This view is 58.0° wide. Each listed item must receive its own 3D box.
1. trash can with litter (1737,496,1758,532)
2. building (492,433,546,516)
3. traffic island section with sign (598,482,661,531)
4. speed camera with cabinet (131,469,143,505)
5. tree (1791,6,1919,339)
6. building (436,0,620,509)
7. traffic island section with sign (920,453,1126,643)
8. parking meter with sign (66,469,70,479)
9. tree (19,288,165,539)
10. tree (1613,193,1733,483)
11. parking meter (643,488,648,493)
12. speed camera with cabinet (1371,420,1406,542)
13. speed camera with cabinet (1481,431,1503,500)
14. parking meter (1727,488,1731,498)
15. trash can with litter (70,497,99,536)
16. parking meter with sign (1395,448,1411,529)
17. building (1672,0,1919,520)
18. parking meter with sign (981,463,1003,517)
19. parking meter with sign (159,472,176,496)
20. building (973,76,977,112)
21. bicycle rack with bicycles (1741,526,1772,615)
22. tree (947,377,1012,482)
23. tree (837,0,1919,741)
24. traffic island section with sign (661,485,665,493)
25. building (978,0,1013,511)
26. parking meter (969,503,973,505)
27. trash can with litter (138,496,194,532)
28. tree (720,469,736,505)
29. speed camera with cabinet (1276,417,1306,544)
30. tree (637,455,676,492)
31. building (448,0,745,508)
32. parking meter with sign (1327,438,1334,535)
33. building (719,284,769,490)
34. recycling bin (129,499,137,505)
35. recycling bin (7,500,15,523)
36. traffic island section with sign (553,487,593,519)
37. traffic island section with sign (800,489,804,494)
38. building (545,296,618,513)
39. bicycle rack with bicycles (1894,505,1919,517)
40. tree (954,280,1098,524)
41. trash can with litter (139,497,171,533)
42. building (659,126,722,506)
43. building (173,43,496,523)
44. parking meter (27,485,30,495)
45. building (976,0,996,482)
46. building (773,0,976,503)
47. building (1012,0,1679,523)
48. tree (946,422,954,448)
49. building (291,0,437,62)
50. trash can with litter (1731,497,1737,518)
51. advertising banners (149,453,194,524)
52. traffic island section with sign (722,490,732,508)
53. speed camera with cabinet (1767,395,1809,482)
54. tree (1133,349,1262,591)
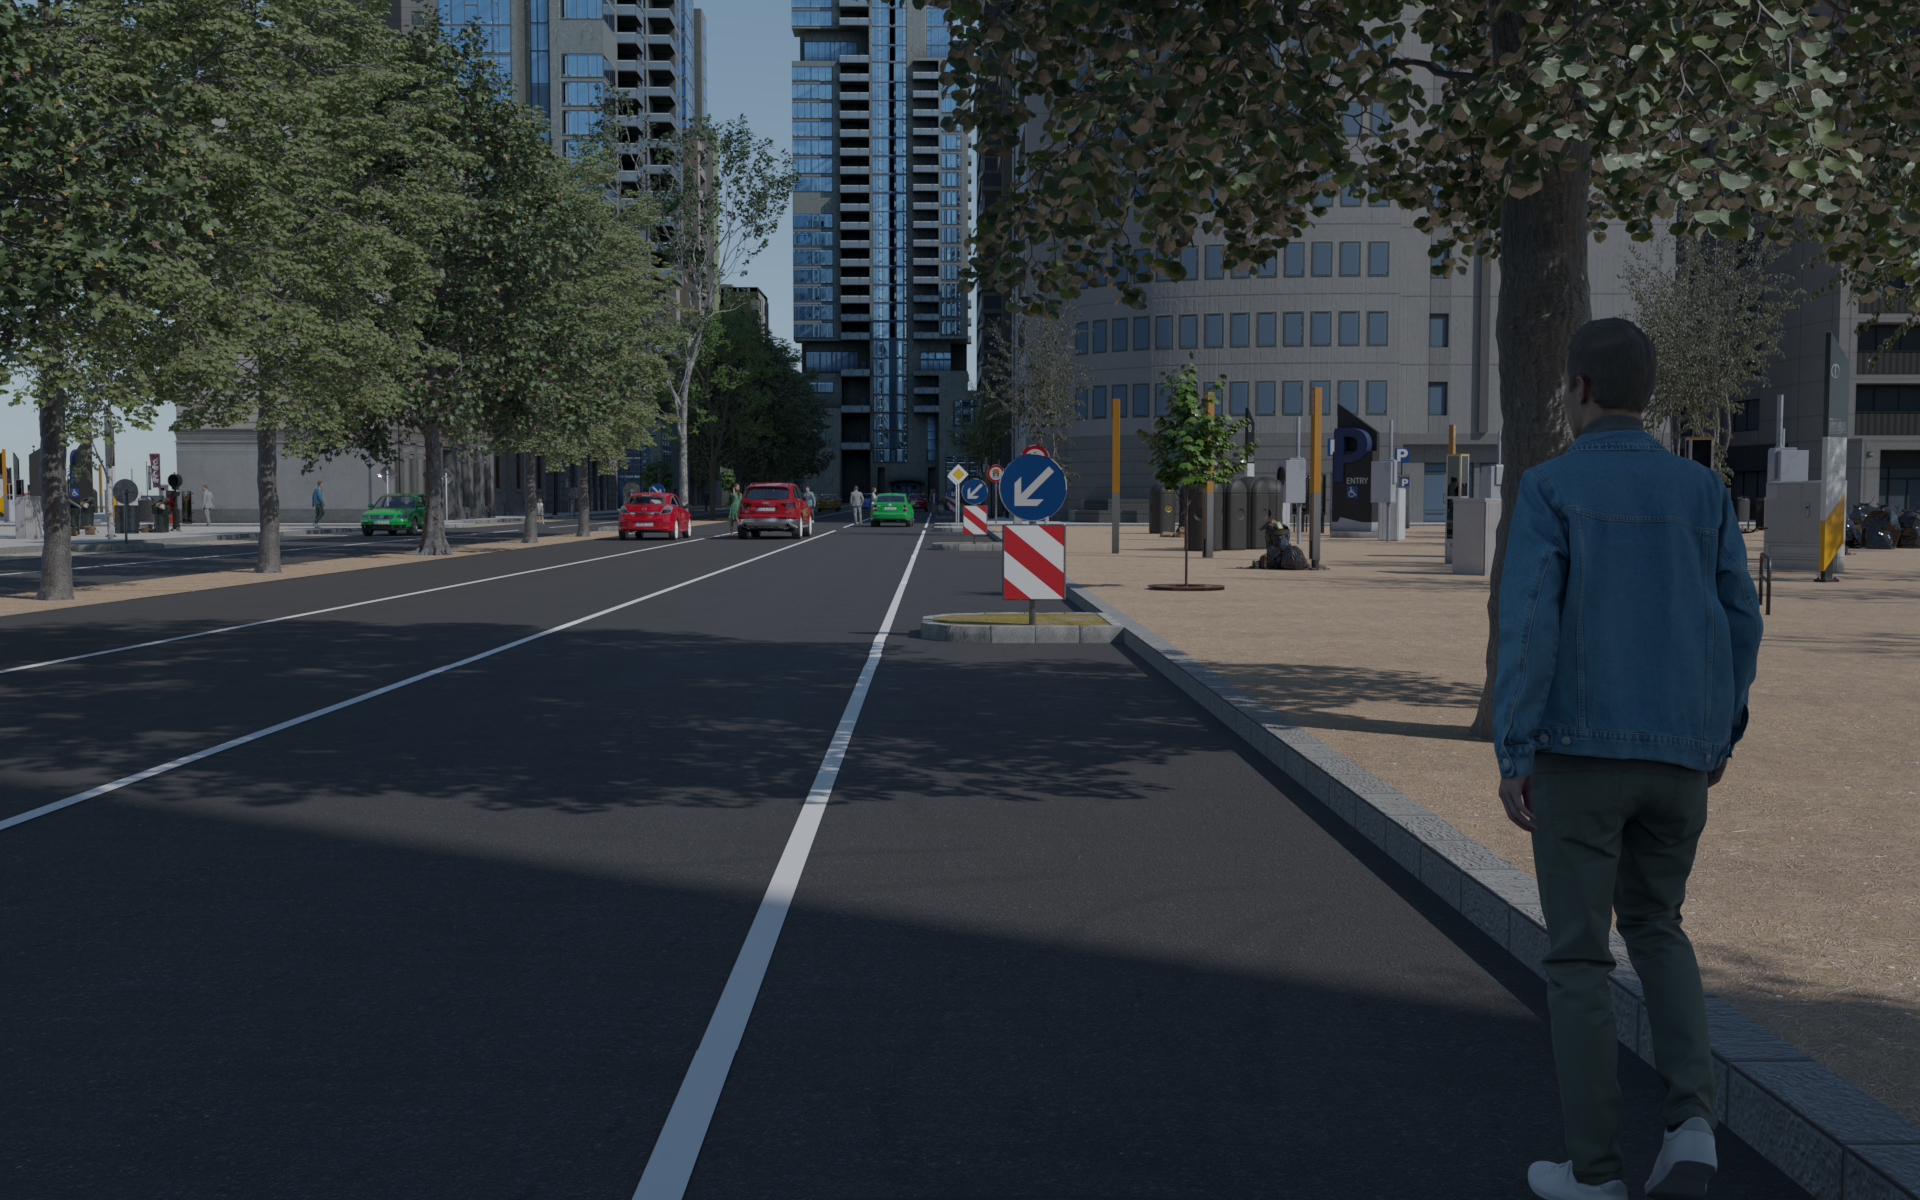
[{"bbox_3d":[26.241,-2.922,58.828,2.233,1.210,1.678,-2,4,-25],"label":"trash can with litter"},{"bbox_3d":[-32.176,-16.362,103.680,11.583,22.565,21.152,0,4,-1],"label":"building"},{"bbox_3d":[-12.887,-3.623,67.370,2.006,1.907,1.989,0,4,-1],"label":"traffic island section with sign"},{"bbox_3d":[-64.675,-8.638,135.566,0.660,3.252,2.038,0,4,-2],"label":"speed camera with cabinet"},{"bbox_3d":[12.441,-4.327,21.105,4.360,8.622,3.978,0,3,0],"label":"tree"},{"bbox_3d":[-37.316,-52.039,163.513,22.319,86.520,31.000,0,4,-1],"label":"building"},{"bbox_3d":[0.596,-0.549,17.603,1.989,1.847,2.006,0,4,-1],"label":"traffic island section with sign"},{"bbox_3d":[-61.634,-7.461,118.240,1.738,3.016,0.543,1,4,9],"label":"parking meter with sign"},{"bbox_3d":[-24.327,-6.022,48.830,4.360,8.622,3.978,0,3,0],"label":"tree"},{"bbox_3d":[17.654,-5.529,40.769,4.360,8.622,3.978,0,3,0],"label":"tree"},{"bbox_3d":[-27.332,-8.860,150.579,0.399,1.863,0.255,1,4,9],"label":"parking meter"},{"bbox_3d":[11.655,-3.229,47.128,0.660,3.252,2.038,2,4,25],"label":"speed camera with cabinet"},{"bbox_3d":[17.459,-3.687,54.618,2.038,3.252,0.660,-1,4,-18],"label":"speed camera with cabinet"},{"bbox_3d":[29.532,-3.574,66.839,0.372,1.533,0.369,0,3,0],"label":"parking meter"},{"bbox_3d":[-27.596,-2.625,54.313,1.055,1.170,0.624,-1,4,-18],"label":"trash can with litter"},{"bbox_3d":[16.612,-4.197,64.885,0.543,3.016,1.738,1,4,10],"label":"parking meter with sign"},{"bbox_3d":[49.454,-39.479,83.734,20.611,71.187,20.563,0,4,-1],"label":"building"},{"bbox_3d":[1.835,-6.155,96.896,0.543,3.016,1.738,-2,4,-29],"label":"parking meter with sign"},{"bbox_3d":[-63.212,-8.637,137.474,1.738,3.016,0.543,-1,4,-17],"label":"parking meter with sign"},{"bbox_3d":[16.111,-38.014,210.773,28.713,52.752,27.495,0,4,-1],"label":"building"},{"bbox_3d":[7.914,-0.369,19.410,2.852,0.926,2.925,2,4,24],"label":"bicycle rack with bicycles"},{"bbox_3d":[1.463,-9.634,107.878,4.737,8.622,4.395,0,3,0],"label":"tree"},{"bbox_3d":[2.976,-6.235,8.590,9.857,13.997,8.962,0,3,0],"label":"tree"},{"bbox_3d":[-12.968,-4.076,74.777,2.006,1.907,1.989,0,4,-1],"label":"traffic island section with sign"},{"bbox_3d":[12.611,-29.412,135.516,22.147,44.769,28.867,0,4,-1],"label":"building"},{"bbox_3d":[0.837,-7.929,135.353,0.399,1.863,0.255,0,4,-1],"label":"parking meter"},{"bbox_3d":[-27.419,-2.942,59.155,2.233,1.210,1.678,0,4,-6],"label":"trash can with litter"},{"bbox_3d":[-26.631,-13.239,200.175,4.285,4.588,4.351,0,3,0],"label":"tree"},{"bbox_3d":[8.356,-3.106,45.121,0.660,3.252,2.038,-1,4,-11],"label":"speed camera with cabinet"},{"bbox_3d":[-25.691,-9.976,146.825,4.285,4.588,4.351,0,3,0],"label":"tree"},{"bbox_3d":[-43.303,-54.986,211.687,31.000,86.520,22.319,0,4,-1],"label":"building"},{"bbox_3d":[11.619,-3.499,53.464,0.543,3.016,1.738,1,4,11],"label":"parking meter with sign"},{"bbox_3d":[-34.117,-28.729,241.421,14.107,30.474,14.160,0,4,-1],"label":"building"},{"bbox_3d":[-59.826,-6.882,125.066,0.722,1.027,0.722,-2,4,-28],"label":"recycling bin"},{"bbox_3d":[-41.881,-3.938,76.942,0.722,1.027,0.722,-2,4,-33],"label":"recycling bin"},{"bbox_3d":[-22.234,-5.565,99.613,1.989,1.847,2.006,0,4,-1],"label":"traffic island section with sign"},{"bbox_3d":[-13.897,-8.671,149.909,2.006,1.907,1.989,0,4,-1],"label":"traffic island section with sign"},{"bbox_3d":[-33.098,-17.398,126.253,13.314,21.916,24.055,0,4,-1],"label":"building"},{"bbox_3d":[30.664,-2.564,55.303,2.925,0.926,2.852,0,4,6],"label":"bicycle rack with bicycles"},{"bbox_3d":[2.806,-6.615,58.522,4.360,8.622,3.978,0,3,0],"label":"tree"},{"bbox_3d":[-26.675,-2.808,57.295,1.055,1.170,0.624,0,4,6],"label":"trash can with litter"},{"bbox_3d":[-33.899,-30.848,187.966,14.154,41.232,14.086,0,4,-1],"label":"building"},{"bbox_3d":[-29.697,-14.369,84.085,9.793,20.994,18.267,0,4,-1],"label":"building"},{"bbox_3d":[-57.167,-6.173,106.637,0.399,1.863,0.255,1,4,20],"label":"parking meter"},{"bbox_3d":[12.421,-32.929,162.088,21.300,48.544,21.600,0,4,-1],"label":"building"},{"bbox_3d":[-11.498,-57.002,244.660,31.000,86.520,22.319,0,4,-1],"label":"building"},{"bbox_3d":[17.034,-33.189,84.644,28.212,58.520,21.231,0,4,-1],"label":"building"},{"bbox_3d":[1.457,-10.038,114.482,4.360,8.622,3.978,0,3,0],"label":"tree"},{"bbox_3d":[-69.121,-47.387,213.036,20.611,71.187,20.563,0,4,-1],"label":"building"},{"bbox_3d":[36.046,-4.264,81.096,0.624,1.170,1.055,3,5,41],"label":"trash can with litter"},{"bbox_3d":[-33.852,-4.780,74.344,2.074,3.025,0.090,1,4,12],"label":"advertising banners"},{"bbox_3d":[-23.188,-10.293,176.911,1.989,1.847,2.006,0,4,-1],"label":"traffic island section with sign"},{"bbox_3d":[16.476,-2.420,33.895,0.660,3.252,2.038,0,4,4],"label":"speed camera with cabinet"},{"bbox_3d":[3.026,-1.743,23.105,1.663,3.219,1.824,0,3,0],"label":"tree"}]
